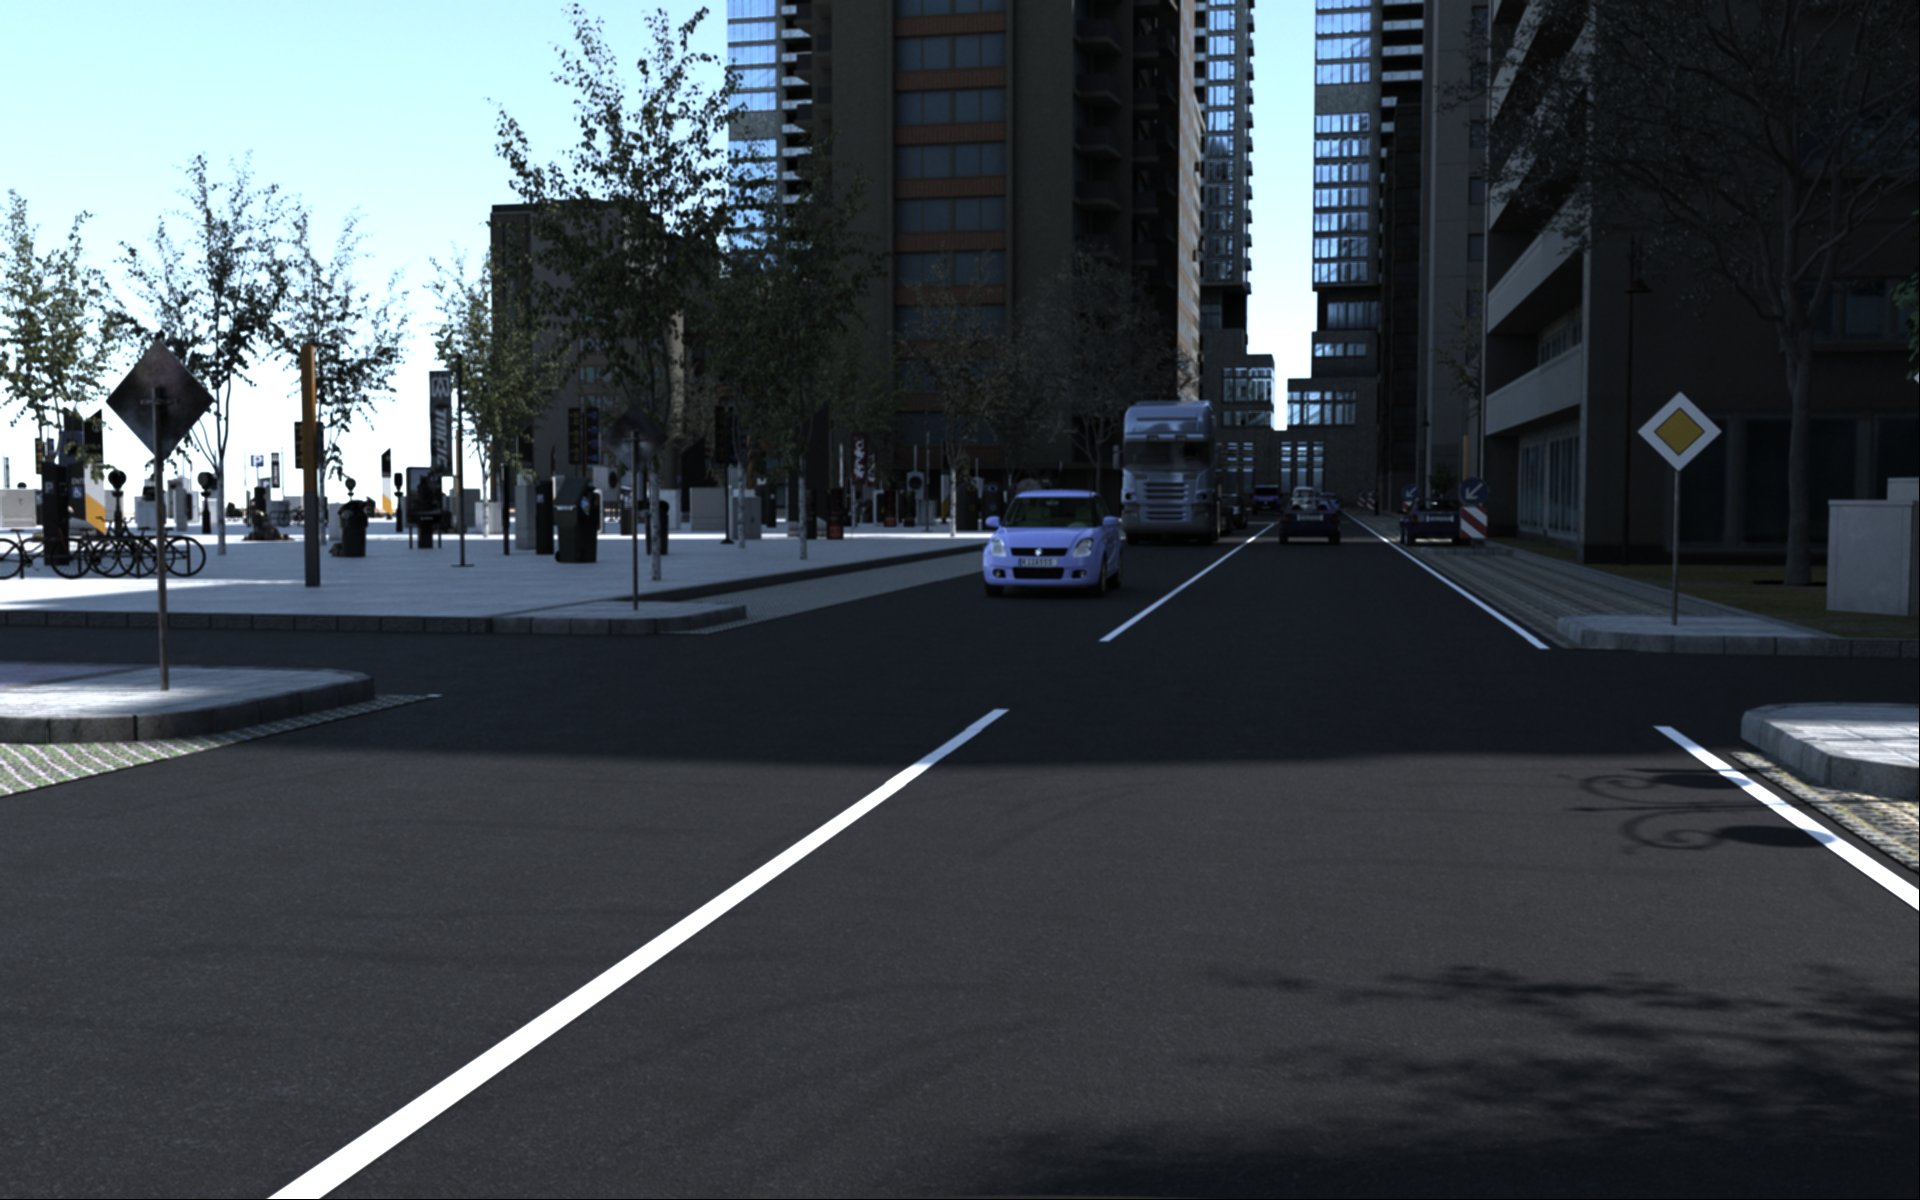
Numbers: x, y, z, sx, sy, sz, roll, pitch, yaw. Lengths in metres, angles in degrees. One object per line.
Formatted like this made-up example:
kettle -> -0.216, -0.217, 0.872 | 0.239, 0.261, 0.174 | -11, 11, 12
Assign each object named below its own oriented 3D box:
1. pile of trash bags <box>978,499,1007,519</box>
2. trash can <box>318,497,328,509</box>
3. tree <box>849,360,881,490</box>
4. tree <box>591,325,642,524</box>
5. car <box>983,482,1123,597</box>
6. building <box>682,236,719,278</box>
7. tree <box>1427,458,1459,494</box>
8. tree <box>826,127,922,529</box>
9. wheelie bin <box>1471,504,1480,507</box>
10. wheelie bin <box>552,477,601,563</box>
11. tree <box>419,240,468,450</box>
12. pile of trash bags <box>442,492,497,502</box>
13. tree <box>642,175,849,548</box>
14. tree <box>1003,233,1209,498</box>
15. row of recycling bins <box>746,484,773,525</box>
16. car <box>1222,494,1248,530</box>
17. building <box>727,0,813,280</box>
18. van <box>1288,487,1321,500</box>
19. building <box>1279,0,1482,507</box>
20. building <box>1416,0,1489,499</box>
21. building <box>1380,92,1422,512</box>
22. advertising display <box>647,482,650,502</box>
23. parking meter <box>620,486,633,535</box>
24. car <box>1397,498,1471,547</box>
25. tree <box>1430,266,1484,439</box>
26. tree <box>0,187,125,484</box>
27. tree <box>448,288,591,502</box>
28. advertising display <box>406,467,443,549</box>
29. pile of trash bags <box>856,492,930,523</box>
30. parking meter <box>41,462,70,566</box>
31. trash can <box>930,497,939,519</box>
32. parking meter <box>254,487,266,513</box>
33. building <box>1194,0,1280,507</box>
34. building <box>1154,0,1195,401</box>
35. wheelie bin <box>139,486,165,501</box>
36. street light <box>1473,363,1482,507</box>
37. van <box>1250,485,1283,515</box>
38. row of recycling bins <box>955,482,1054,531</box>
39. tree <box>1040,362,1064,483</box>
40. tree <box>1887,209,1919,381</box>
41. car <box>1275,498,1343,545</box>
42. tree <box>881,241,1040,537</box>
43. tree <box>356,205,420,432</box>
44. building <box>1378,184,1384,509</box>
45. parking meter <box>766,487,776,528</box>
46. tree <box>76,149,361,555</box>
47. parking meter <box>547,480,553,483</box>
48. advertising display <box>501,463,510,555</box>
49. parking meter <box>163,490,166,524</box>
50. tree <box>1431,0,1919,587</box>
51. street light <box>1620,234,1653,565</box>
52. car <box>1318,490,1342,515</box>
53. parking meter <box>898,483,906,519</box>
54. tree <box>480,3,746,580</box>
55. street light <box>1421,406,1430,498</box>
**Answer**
pile of trash bags -> 1.166, -4.833, 88.771 | 1.912, 1.369, 3.447 | -2, 4, -27
trash can -> -37.614, -5.534, 102.138 | 0.748, 1.137, 0.748 | 0, 3, 0
tree -> -4.272, -8.763, 93.629 | 4.360, 8.622, 3.978 | 0, 3, 0
tree -> -14.031, -7.536, 73.578 | 4.360, 8.622, 3.978 | 0, 3, 0
car -> 1.400, -0.961, 25.310 | 1.945, 1.707, 3.694 | 1, 4, 11
building -> -35.723, -25.860, 194.515 | 14.107, 30.474, 14.160 | 1, 4, 12
tree -> 25.637, -5.984, 92.444 | 1.663, 3.219, 1.824 | 0, 3, 0
tree -> -3.325, -5.103, 33.799 | 4.737, 8.622, 4.395 | 0, 3, 0
wheelie bin -> 19.436, -3.458, 64.450 | 0.980, 1.594, 0.693 | 3, 5, 40
wheelie bin -> -7.189, -1.503, 32.478 | 0.980, 1.594, 0.693 | 2, 4, 33
tree -> -13.745, -6.129, 50.572 | 4.737, 8.622, 4.395 | 0, 3, 0
pile of trash bags -> -28.139, -5.452, 98.894 | 3.447, 1.369, 1.912 | -1, 4, -23
tree -> -4.945, -5.536, 40.874 | 4.360, 8.622, 3.978 | 0, 3, 0
tree -> 6.527, -10.525, 82.455 | 12.009, 13.543, 11.850 | 0, 3, 0
row of recycling bins -> -8.600, -4.125, 74.549 | 1.069, 1.692, 3.534 | -1, 4, -14
car -> 10.879, -3.767, 71.372 | 2.009, 1.686, 4.222 | 1, 4, 14
building -> -12.745, -53.816, 192.568 | 31.000, 86.520, 22.319 | 1, 4, 12
van -> 20.780, -5.957, 104.409 | 2.013, 2.044, 4.112 | 1, 4, 12
building -> 48.702, -53.039, 179.854 | 31.000, 86.520, 22.319 | 1, 4, 12
building -> 38.663, -34.376, 104.044 | 21.231, 58.520, 28.212 | 1, 4, 12
building -> 38.699, -21.718, 126.794 | 14.160, 30.474, 14.107 | 1, 4, 12
advertising display -> -16.459, -5.250, 91.059 | 0.123, 1.923, 0.974 | -2, 4, -30
parking meter -> -10.365, -2.777, 53.818 | 0.372, 1.533, 0.369 | 0, 3, 0
car -> 13.231, -2.186, 48.321 | 1.945, 1.354, 3.894 | 1, 4, 11
tree -> 17.656, -6.509, 56.781 | 4.360, 8.622, 3.978 | 0, 3, 0
tree -> -22.021, -5.588, 41.727 | 4.737, 8.622, 4.395 | 0, 3, 0
tree -> -16.430, -6.846, 62.288 | 4.360, 8.622, 3.978 | 0, 3, 0
advertising display -> -12.652, -2.185, 40.933 | 0.123, 1.923, 0.974 | 2, 4, 33
pile of trash bags -> -3.047, -4.134, 77.342 | 3.447, 1.369, 1.912 | -1, 4, -12
parking meter -> -16.255, -1.555, 31.138 | 0.399, 1.863, 0.255 | 1, 4, 15
trash can -> -1.400, -4.518, 85.514 | 0.748, 1.137, 0.748 | 0, 3, 0
parking meter -> -34.885, -4.761, 86.249 | 0.372, 1.533, 0.369 | 0, 3, 0
building -> 18.325, -53.416, 186.030 | 31.000, 86.520, 22.319 | 1, 4, 12
building -> 9.982, -29.317, 129.443 | 14.600, 45.320, 14.200 | 1, 4, 12
wheelie bin -> -32.842, -3.828, 70.490 | 0.980, 1.594, 0.693 | -3, 4, -36
street light -> 18.087, -5.356, 60.358 | 0.468, 5.910, 1.993 | 1, 4, 12
van -> 21.384, -7.117, 120.741 | 2.240, 2.365, 5.245 | 1, 4, 11
row of recycling bins -> 1.564, -3.290, 60.911 | 3.534, 1.692, 1.069 | 0, 4, 3
tree -> 2.101, -7.302, 69.751 | 4.360, 8.622, 3.978 | 0, 3, 0
tree -> 9.958, -1.927, 15.215 | 4.285, 4.588, 4.351 | 0, 3, 0
car -> 10.175, -2.319, 50.500 | 1.945, 1.354, 3.894 | 1, 4, 10
tree -> 0.031, -6.177, 51.351 | 4.360, 8.622, 3.978 | 0, 3, 0
tree -> -15.819, -5.693, 43.440 | 4.360, 8.622, 3.978 | 0, 3, 0
building -> 41.796, -22.645, 141.947 | 14.160, 30.474, 14.107 | 1, 4, 12
parking meter -> -7.239, -3.549, 66.431 | 0.372, 1.533, 0.369 | 0, 3, 0
tree -> -15.897, -5.273, 36.581 | 4.360, 8.622, 3.978 | 0, 3, 0
parking meter -> -17.237, -4.106, 72.848 | 0.255, 1.863, 0.399 | -1, 4, -14
advertising display -> -9.631, -1.926, 36.706 | 0.123, 1.923, 0.974 | -1, 4, -17
parking meter -> -33.909, -3.982, 73.516 | 0.372, 1.533, 0.369 | 0, 3, 0
tree -> 11.807, -6.962, 24.205 | 12.009, 13.543, 11.850 | 0, 3, 0
street light -> 11.985, -3.563, 31.035 | 0.468, 5.910, 1.993 | 1, 4, 12
car -> 25.898, -6.870, 121.920 | 1.945, 1.707, 3.694 | 1, 4, 13
parking meter -> -3.004, -5.124, 89.489 | 0.399, 1.863, 0.255 | 0, 4, 5
tree -> -4.758, -4.595, 25.484 | 4.737, 8.622, 4.395 | 0, 3, 0
street light -> 24.080, -7.151, 89.703 | 0.468, 5.910, 1.993 | 1, 4, 12
